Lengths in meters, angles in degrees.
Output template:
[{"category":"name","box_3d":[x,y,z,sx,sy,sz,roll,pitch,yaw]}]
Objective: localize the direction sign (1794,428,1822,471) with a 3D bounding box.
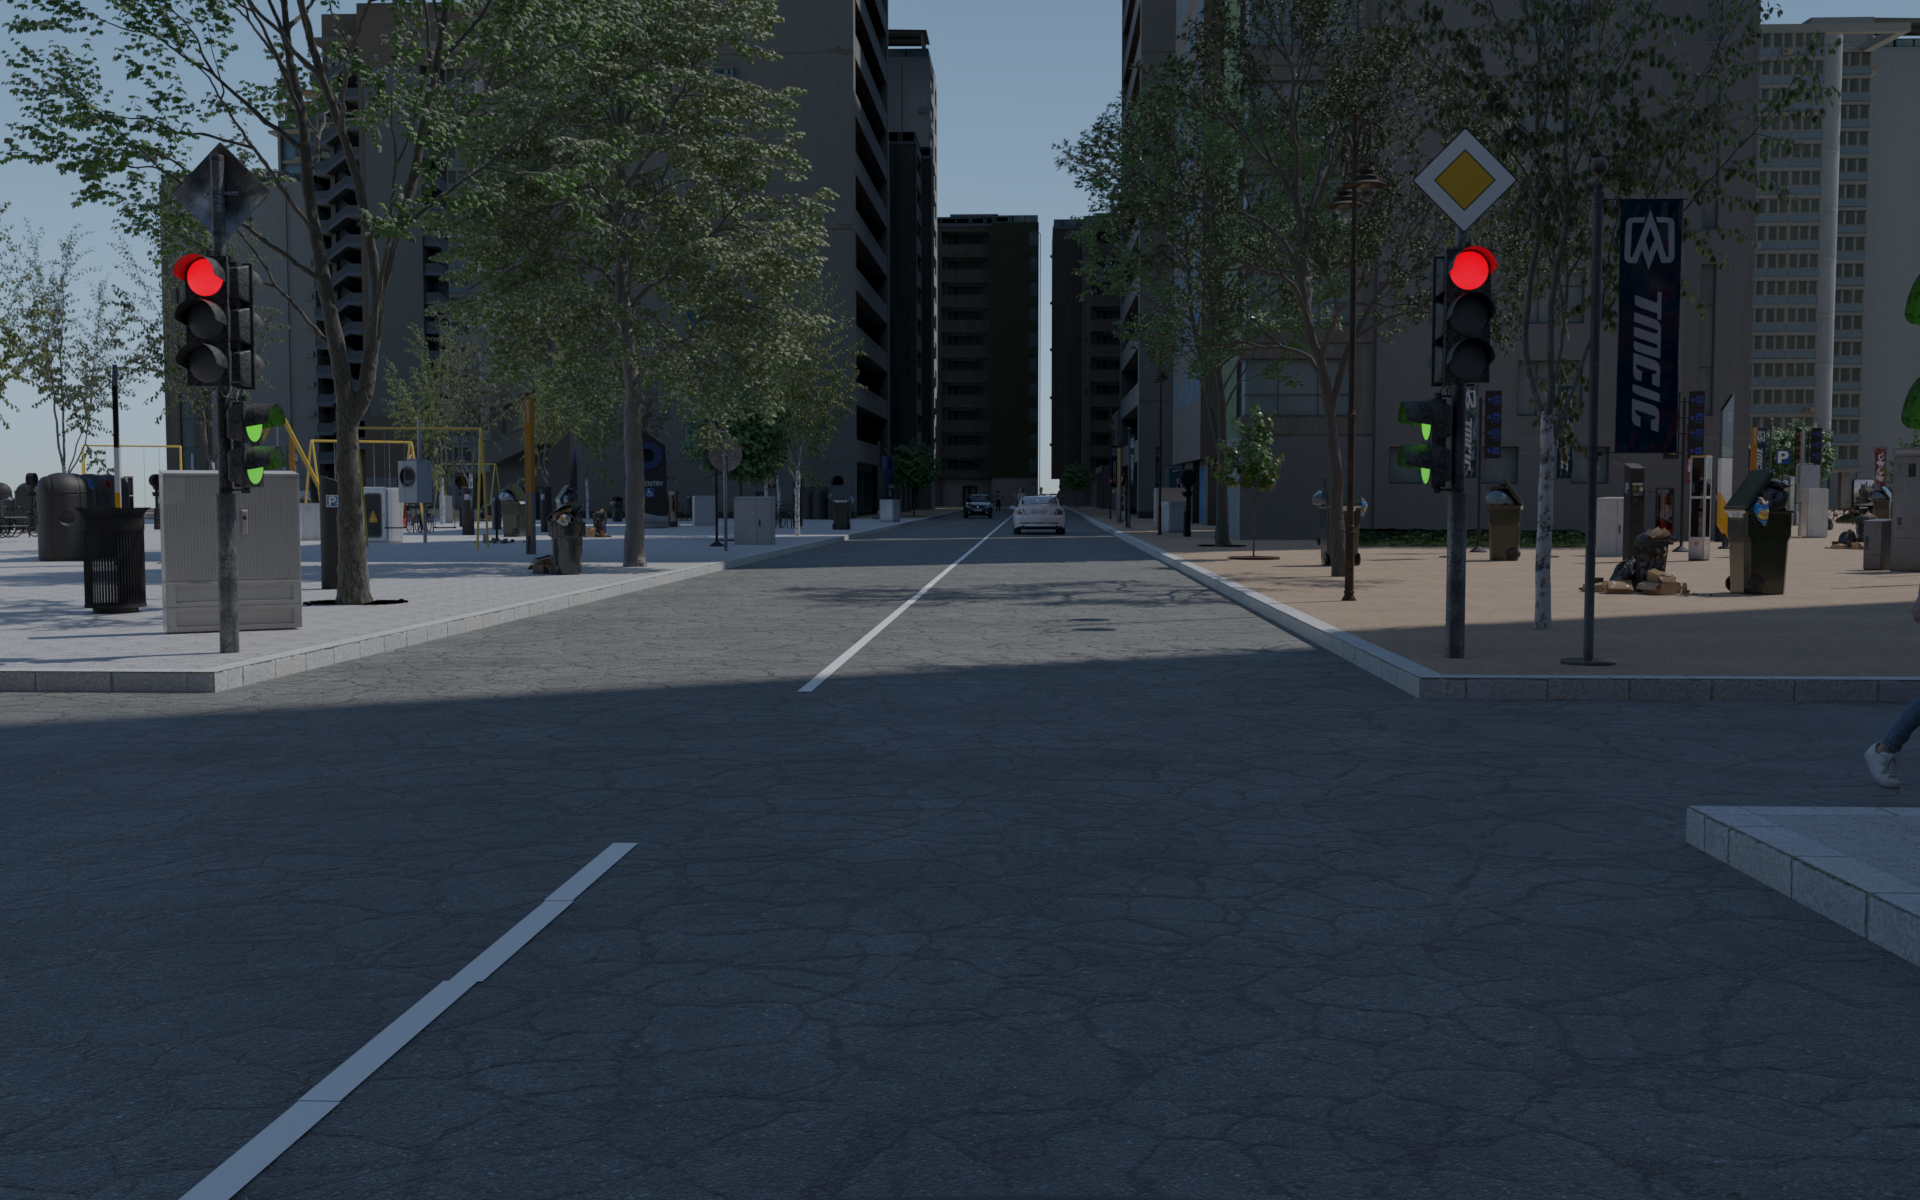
[{"category":"direction sign","box_3d":[29.124,-4.131,59.537,0.379,3.537,0.876,-3,5,-45]}]

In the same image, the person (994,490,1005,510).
[{"category":"person","box_3d":[3.243,-8.405,146.650,1.217,1.736,0.721,-1,4,-9]}]

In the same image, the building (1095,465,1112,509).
[{"category":"building","box_3d":[22.519,-43.537,150.080,20.563,71.187,20.611,0,4,3]}]

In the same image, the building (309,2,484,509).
[{"category":"building","box_3d":[-48.751,-30.997,156.912,14.200,45.320,14.600,0,4,3]}]

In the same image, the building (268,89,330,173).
[{"category":"building","box_3d":[-58.805,-32.600,187.636,28.867,44.769,22.147,0,4,3]}]

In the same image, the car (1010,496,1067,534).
[{"category":"car","box_3d":[2.856,-3.090,62.890,2.083,1.381,4.827,0,4,1]}]

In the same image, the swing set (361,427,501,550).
[{"category":"swing set","box_3d":[-12.557,-2.633,40.672,3.119,2.851,2.862,-1,4,-10]}]

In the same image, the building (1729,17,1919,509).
[{"category":"building","box_3d":[78.276,-28.676,152.441,14.086,41.232,14.154,0,4,3]}]

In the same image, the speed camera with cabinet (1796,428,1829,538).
[{"category":"speed camera with cabinet","box_3d":[25.404,-3.502,51.601,0.660,3.252,2.038,1,4,17]}]

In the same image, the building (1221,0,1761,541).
[{"category":"building","box_3d":[15.088,-22.620,53.426,14.154,41.232,14.086,0,4,3]}]

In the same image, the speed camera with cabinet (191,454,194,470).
[{"category":"speed camera with cabinet","box_3d":[-36.970,-5.562,85.282,2.038,3.252,0.660,-1,4,-12]}]

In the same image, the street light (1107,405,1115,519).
[{"category":"street light","box_3d":[7.673,-7.057,88.170,0.468,5.910,1.993,0,4,3]}]

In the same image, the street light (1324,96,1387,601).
[{"category":"street light","box_3d":[4.683,-2.929,20.673,0.468,5.910,1.993,0,4,3]}]

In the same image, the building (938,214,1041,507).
[{"category":"building","box_3d":[1.364,-25.062,181.470,14.107,30.474,14.160,0,4,3]}]

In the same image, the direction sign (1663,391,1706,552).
[{"category":"direction sign","box_3d":[15.981,-2.831,38.284,0.876,3.537,0.379,3,5,43]}]

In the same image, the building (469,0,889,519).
[{"category":"building","box_3d":[-15.633,-29.113,99.695,21.300,48.544,21.600,0,4,3]}]

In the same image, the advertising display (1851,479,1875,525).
[{"category":"advertising display","box_3d":[37.979,-4.137,72.850,0.974,1.923,0.123,0,4,-7]}]

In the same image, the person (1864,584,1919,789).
[{"category":"person","box_3d":[4.716,0.050,8.363,0.598,1.740,0.731,3,5,39]}]

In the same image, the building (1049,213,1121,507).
[{"category":"building","box_3d":[16.467,-25.016,180.708,14.107,30.474,14.160,0,4,3]}]

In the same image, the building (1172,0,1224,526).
[{"category":"building","box_3d":[16.885,-26.008,75.344,14.600,45.320,14.200,0,4,3]}]

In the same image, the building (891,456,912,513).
[{"category":"building","box_3d":[-13.926,-41.698,120.014,20.563,71.187,20.611,0,4,3]}]

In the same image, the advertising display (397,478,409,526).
[{"category":"advertising display","box_3d":[-22.287,-3.919,69.287,0.123,1.923,0.974,0,4,2]}]

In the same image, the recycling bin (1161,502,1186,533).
[{"category":"recycling bin","box_3d":[7.143,-2.779,57.997,0.722,1.027,0.722,-1,4,-20]}]

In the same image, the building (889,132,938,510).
[{"category":"building","box_3d":[-9.412,-22.428,138.400,14.160,30.474,14.107,0,4,3]}]

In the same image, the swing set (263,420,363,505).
[{"category":"swing set","box_3d":[-13.339,-2.220,33.910,2.862,2.851,3.119,-1,4,-21]}]

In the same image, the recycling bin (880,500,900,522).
[{"category":"recycling bin","box_3d":[-3.211,-4.102,79.616,0.722,1.027,0.722,2,4,28]}]

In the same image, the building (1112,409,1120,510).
[{"category":"building","box_3d":[22.938,-49.611,123.811,22.319,86.520,31.000,0,4,3]}]

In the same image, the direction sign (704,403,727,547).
[{"category":"direction sign","box_3d":[-5.949,-3.075,42.266,0.379,3.537,0.876,-3,5,-45]}]

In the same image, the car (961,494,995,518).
[{"category":"car","box_3d":[1.090,-5.758,103.936,2.009,1.686,4.222,0,4,1]}]

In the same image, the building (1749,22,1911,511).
[{"category":"building","box_3d":[58.533,-27.629,143.621,23.993,40.220,32.217,0,4,3]}]

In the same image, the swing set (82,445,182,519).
[{"category":"swing set","box_3d":[-26.566,-3.533,55.378,3.119,2.851,2.862,-2,4,-23]}]

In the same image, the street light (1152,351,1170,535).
[{"category":"street light","box_3d":[6.271,-4.979,54.187,0.468,5.910,1.993,0,4,3]}]

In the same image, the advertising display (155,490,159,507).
[{"category":"advertising display","box_3d":[-35.379,-4.407,77.261,0.974,1.923,0.123,-2,4,-29]}]

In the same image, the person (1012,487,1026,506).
[{"category":"person","box_3d":[2.789,-4.511,82.615,0.716,1.782,0.532,3,5,40]}]

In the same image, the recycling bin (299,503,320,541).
[{"category":"recycling bin","box_3d":[-17.919,-2.162,47.896,0.722,1.027,0.722,-3,4,-36]}]

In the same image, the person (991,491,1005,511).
[{"category":"person","box_3d":[3.163,-8.314,145.142,1.217,1.736,0.721,-1,4,-12]}]

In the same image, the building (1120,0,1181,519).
[{"category":"building","box_3d":[20.374,-29.045,98.593,21.300,48.544,21.600,0,4,3]}]

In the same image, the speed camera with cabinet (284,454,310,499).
[{"category":"speed camera with cabinet","box_3d":[-32.946,-5.597,85.845,2.038,3.252,0.660,3,5,43]}]

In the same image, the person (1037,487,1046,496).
[{"category":"person","box_3d":[3.690,-4.030,75.056,0.731,1.740,0.598,-3,5,-40]}]

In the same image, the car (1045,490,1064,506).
[{"category":"car","box_3d":[7.534,-8.235,143.686,2.155,1.783,4.494,0,4,4]}]

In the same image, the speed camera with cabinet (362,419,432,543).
[{"category":"speed camera with cabinet","box_3d":[-14.902,-3.144,45.739,2.038,3.252,0.660,2,4,28]}]

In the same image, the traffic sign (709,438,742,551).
[{"category":"traffic sign","box_3d":[-5.278,-2.377,38.964,0.768,2.556,0.104,0,4,6]}]

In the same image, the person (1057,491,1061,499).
[{"category":"person","box_3d":[9.213,-9.306,161.329,0.621,1.740,0.551,-1,4,-9]}]

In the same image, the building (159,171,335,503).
[{"category":"building","box_3d":[-62.862,-23.666,158.644,14.107,30.474,14.160,0,4,3]}]

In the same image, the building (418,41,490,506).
[{"category":"building","box_3d":[-28.913,-27.889,147.869,23.993,40.220,32.217,0,4,3]}]

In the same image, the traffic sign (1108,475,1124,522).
[{"category":"traffic sign","box_3d":[7.333,-4.942,80.803,0.884,2.594,0.081,1,4,11]}]

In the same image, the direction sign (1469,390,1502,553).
[{"category":"direction sign","box_3d":[11.416,-2.817,38.047,0.876,3.537,0.379,1,4,19]}]

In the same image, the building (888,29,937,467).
[{"category":"building","box_3d":[-9.155,-28.889,155.926,14.086,41.232,14.154,0,4,3]}]

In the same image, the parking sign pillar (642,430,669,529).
[{"category":"parking sign pillar","box_3d":[-11.677,-4.678,64.962,1.447,3.967,1.447,-1,4,-17]}]
